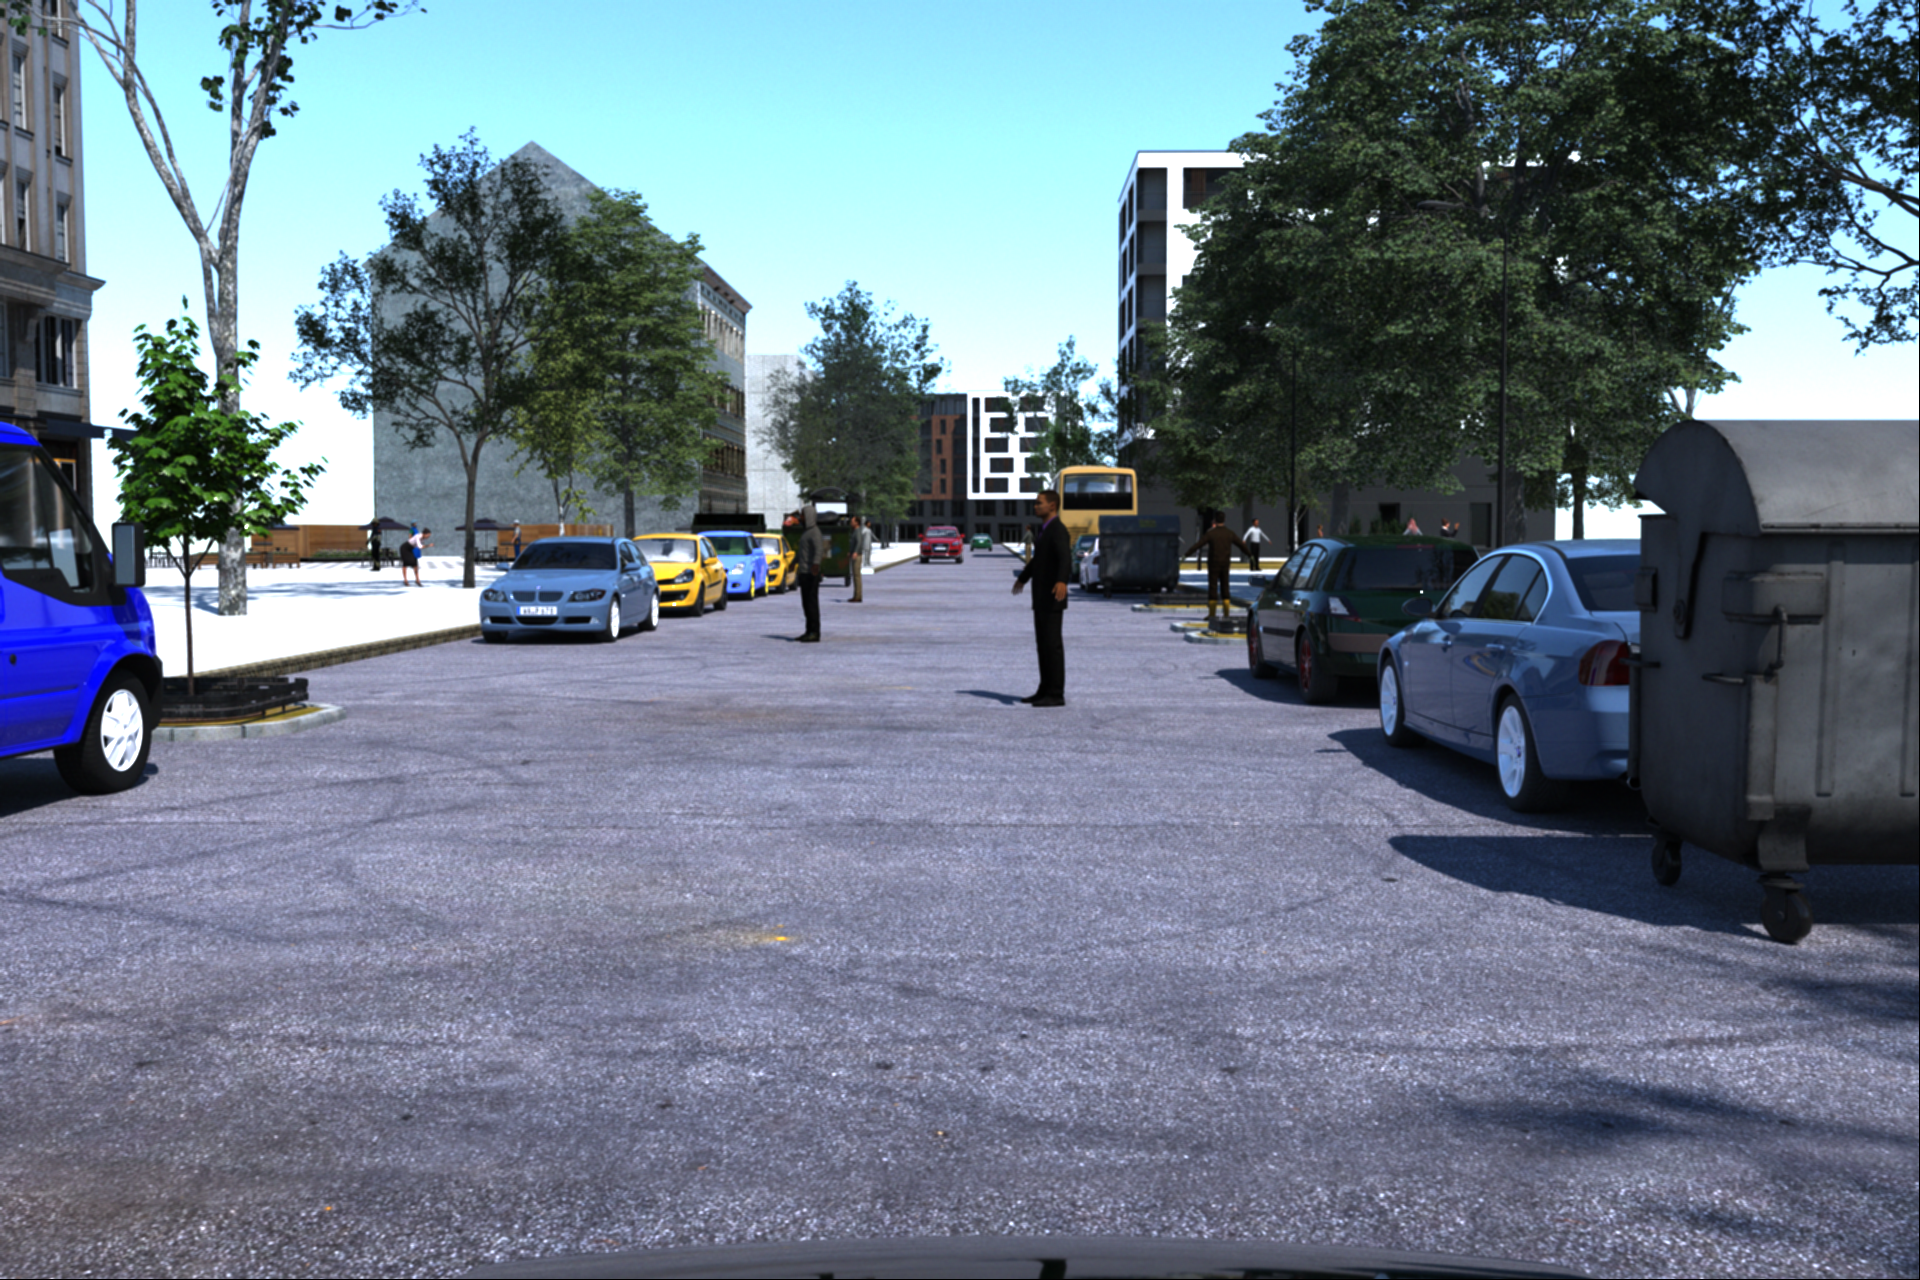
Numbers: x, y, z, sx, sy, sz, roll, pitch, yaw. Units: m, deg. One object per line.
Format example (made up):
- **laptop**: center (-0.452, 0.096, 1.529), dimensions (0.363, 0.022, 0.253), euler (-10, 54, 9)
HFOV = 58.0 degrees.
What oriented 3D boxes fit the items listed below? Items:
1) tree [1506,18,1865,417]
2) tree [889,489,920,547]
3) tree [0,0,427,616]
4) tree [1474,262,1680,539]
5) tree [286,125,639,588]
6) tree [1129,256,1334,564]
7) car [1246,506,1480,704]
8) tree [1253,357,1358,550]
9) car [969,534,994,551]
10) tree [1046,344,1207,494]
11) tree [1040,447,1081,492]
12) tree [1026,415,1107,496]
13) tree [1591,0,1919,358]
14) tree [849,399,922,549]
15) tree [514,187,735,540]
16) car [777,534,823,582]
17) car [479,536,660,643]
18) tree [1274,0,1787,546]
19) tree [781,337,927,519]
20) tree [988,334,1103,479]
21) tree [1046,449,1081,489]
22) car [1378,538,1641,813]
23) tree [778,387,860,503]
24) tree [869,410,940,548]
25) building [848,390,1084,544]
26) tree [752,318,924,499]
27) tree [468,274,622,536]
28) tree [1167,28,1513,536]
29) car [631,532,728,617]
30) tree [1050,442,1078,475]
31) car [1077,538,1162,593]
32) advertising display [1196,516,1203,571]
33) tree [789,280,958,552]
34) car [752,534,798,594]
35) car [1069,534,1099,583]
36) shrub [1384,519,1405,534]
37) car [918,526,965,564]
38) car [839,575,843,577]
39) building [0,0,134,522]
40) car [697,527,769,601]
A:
- **tree**: center (25.938, -12.796, 65.107), dimensions (12.611, 20.169, 13.585), euler (0, 3, 0)
- **tree**: center (-6.344, -13.356, 168.732), dimensions (4.360, 8.622, 3.978), euler (0, 3, 0)
- **tree**: center (-12.895, -10.480, 27.231), dimensions (12.611, 20.169, 13.585), euler (0, 3, 0)
- **tree**: center (28.139, -10.534, 78.893), dimensions (9.857, 13.997, 8.962), euler (0, 3, 0)
- **tree**: center (-11.646, -6.486, 40.453), dimensions (8.767, 10.594, 7.601), euler (0, 4, -5)
- **tree**: center (12.448, -10.309, 75.211), dimensions (9.857, 13.997, 8.962), euler (0, 3, 0)
- **car**: center (3.755, -0.379, 15.983), dimensions (2.009, 1.686, 4.222), euler (0, 3, 0)
- **tree**: center (12.562, -7.008, 64.940), dimensions (4.360, 8.622, 3.978), euler (0, 3, 0)
- **car**: center (1.782, -8.189, 145.691), dimensions (2.131, 1.459, 4.920), euler (0, 4, 0)
- **tree**: center (8.354, -9.279, 86.129), dimensions (8.767, 10.594, 7.601), euler (1, 4, 10)
- **tree**: center (8.699, -11.498, 138.360), dimensions (4.360, 8.622, 3.978), euler (0, 3, 0)
- **tree**: center (9.379, -13.869, 152.520), dimensions (9.928, 11.665, 9.643), euler (0, 3, 0)
- **tree**: center (10.025, -5.022, 16.516), dimensions (8.767, 10.594, 7.601), euler (3, 4, 38)
- **tree**: center (-6.668, -13.822, 144.110), dimensions (7.486, 12.596, 7.792), euler (0, 3, 0)
- **tree**: center (-11.346, -8.531, 57.609), dimensions (7.486, 12.596, 7.792), euler (0, 3, 0)
- **car**: center (-4.955, -2.472, 50.198), dimensions (2.009, 1.686, 4.222), euler (0, 4, 1)
- **car**: center (-5.396, -0.759, 24.417), dimensions (2.014, 1.417, 4.499), euler (0, 4, 1)
- **tree**: center (10.261, -7.672, 32.088), dimensions (9.857, 13.997, 8.962), euler (0, 3, 0)
- **tree**: center (-7.015, -12.600, 112.667), dimensions (9.857, 13.997, 8.962), euler (0, 3, 0)
- **tree**: center (8.974, -19.005, 166.628), dimensions (12.611, 20.169, 13.585), euler (0, 3, 0)
- **tree**: center (8.583, -11.906, 145.027), dimensions (4.360, 8.622, 3.978), euler (0, 3, 0)
- **car**: center (3.728, 0.111, 10.183), dimensions (2.014, 1.417, 4.499), euler (0, 4, 1)
- **tree**: center (-7.244, -8.359, 87.030), dimensions (4.360, 8.622, 3.978), euler (0, 3, 0)
- **tree**: center (-6.607, -15.233, 159.429), dimensions (12.009, 13.543, 11.850), euler (0, 3, 0)
- **building**: center (1.309, -25.283, 259.807), dimensions (32.646, 21.610, 27.936), euler (1, 4, 10)
- **tree**: center (-7.063, -11.493, 98.279), dimensions (12.009, 13.543, 11.850), euler (0, 3, 0)
- **tree**: center (-11.294, -5.990, 48.303), dimensions (4.737, 8.622, 4.395), euler (0, 3, 0)
- **tree**: center (10.110, -8.489, 45.449), dimensions (9.857, 13.997, 8.962), euler (0, 3, 0)
- **car**: center (-5.277, -1.281, 31.164), dimensions (2.015, 1.641, 3.980), euler (0, 4, 1)
- **tree**: center (8.724, -11.048, 130.999), dimensions (4.737, 8.622, 4.395), euler (0, 3, 0)
- **car**: center (4.019, -1.908, 43.563), dimensions (2.083, 1.381, 4.827), euler (0, 4, 1)
- **advertising display**: center (8.411, -3.407, 60.912), dimensions (0.123, 1.923, 0.974), euler (0, 4, 1)
- **tree**: center (-6.545, -16.609, 127.447), dimensions (12.611, 20.169, 13.585), euler (0, 3, 0)
- **car**: center (-4.992, -1.975, 42.508), dimensions (2.015, 1.641, 3.980), euler (0, 4, 1)
- **car**: center (4.155, -2.491, 52.528), dimensions (2.131, 1.459, 4.920), euler (0, 3, 0)
- **shrub**: center (20.297, -4.667, 80.730), dimensions (1.690, 2.028, 1.600), euler (0, 3, 0)
- **car**: center (-0.882, -4.679, 85.181), dimensions (2.281, 1.827, 5.304), euler (0, 4, 1)
- **car**: center (-4.632, -3.057, 58.786), dimensions (1.959, 1.807, 4.718), euler (0, 4, 1)
- **building**: center (-31.544, -18.348, 46.104), dimensions (12.429, 33.558, 17.177), euler (0, 4, 1)
- **car**: center (-5.268, -1.764, 38.427), dimensions (1.945, 1.707, 3.694), euler (0, 4, 1)
